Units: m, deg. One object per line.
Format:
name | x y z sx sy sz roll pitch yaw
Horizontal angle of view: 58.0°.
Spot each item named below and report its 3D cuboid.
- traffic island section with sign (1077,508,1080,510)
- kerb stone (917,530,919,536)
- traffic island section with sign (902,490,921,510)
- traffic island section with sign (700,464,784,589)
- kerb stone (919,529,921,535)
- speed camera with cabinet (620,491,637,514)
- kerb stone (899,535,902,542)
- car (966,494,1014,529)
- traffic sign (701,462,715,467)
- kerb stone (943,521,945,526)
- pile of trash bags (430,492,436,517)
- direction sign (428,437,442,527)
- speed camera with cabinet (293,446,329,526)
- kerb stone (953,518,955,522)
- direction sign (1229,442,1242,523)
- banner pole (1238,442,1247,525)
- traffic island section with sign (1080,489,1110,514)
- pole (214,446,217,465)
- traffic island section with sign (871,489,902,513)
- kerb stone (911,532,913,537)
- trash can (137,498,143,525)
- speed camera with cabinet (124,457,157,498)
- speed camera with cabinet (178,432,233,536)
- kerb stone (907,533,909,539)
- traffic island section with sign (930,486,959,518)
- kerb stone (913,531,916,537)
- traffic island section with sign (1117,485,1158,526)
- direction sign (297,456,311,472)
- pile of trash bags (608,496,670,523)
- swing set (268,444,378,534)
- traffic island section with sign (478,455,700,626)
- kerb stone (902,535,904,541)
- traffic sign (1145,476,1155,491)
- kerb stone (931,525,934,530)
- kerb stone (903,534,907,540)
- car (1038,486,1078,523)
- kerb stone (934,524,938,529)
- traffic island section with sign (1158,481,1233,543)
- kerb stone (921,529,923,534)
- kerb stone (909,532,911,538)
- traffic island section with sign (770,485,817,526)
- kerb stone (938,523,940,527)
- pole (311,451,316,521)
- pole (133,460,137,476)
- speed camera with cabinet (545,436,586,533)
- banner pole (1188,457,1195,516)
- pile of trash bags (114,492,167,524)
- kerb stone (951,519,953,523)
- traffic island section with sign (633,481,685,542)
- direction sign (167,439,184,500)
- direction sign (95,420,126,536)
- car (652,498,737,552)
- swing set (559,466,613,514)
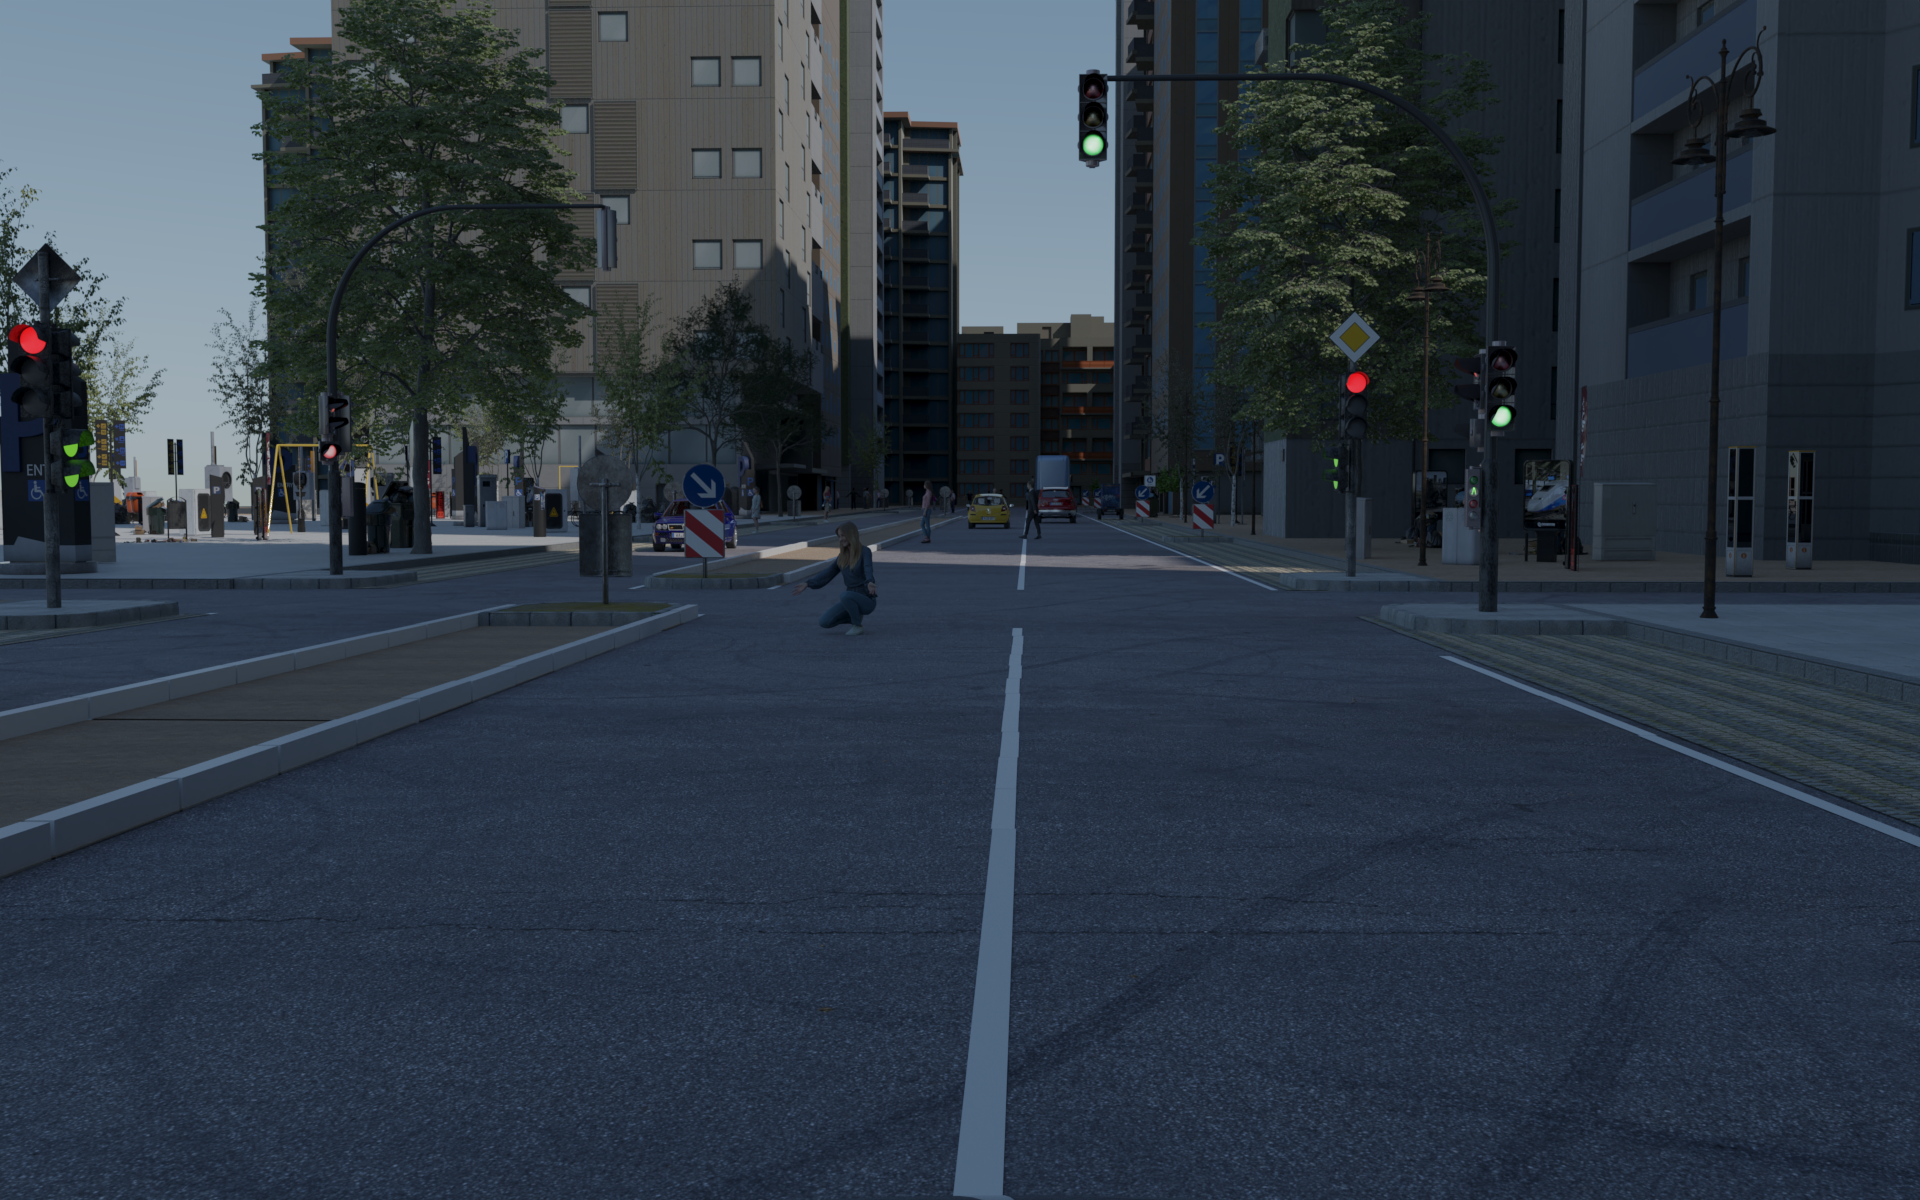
traffic island section with sign | 11.186 -9.021 156.119 1.989 1.847 2.006 0 4 2
kerb stone | -1.563 -2.255 59.058 0.120 0.150 1.000 0 4 2
traffic island section with sign | -4.525 -9.049 156.572 1.989 1.847 2.006 0 4 2
traffic island section with sign | -3.859 -1.152 26.965 2.006 1.907 1.989 0 4 2
kerb stone | -1.515 -2.318 60.088 0.120 0.150 1.000 0 4 2
speed camera with cabinet | -17.542 -5.805 89.246 2.038 3.252 0.660 0 4 -8
kerb stone | -1.887 -1.751 50.861 0.120 0.150 1.000 0 4 2
car | 1.241 -3.814 72.588 2.015 1.641 3.980 0 4 3
traffic sign | -9.995 -4.171 68.307 0.768 2.556 0.104 0 4 3
kerb stone | -0.875 -3.320 76.481 0.120 0.150 1.000 0 4 2
pile of trash bags | -30.619 -5.284 96.143 3.447 1.369 1.912 -2 4 -23
direction sign | -20.905 -4.675 68.435 0.876 3.537 0.379 -3 4 -36
speed camera with cabinet | -25.636 -4.596 69.488 2.038 3.252 0.660 0 4 3
kerb stone | -0.476 -3.947 86.733 0.120 0.150 1.000 0 4 2
direction sign | 12.083 -5.117 75.655 0.876 3.537 0.379 -3 4 -36
banner pole | 11.969 -5.081 73.086 0.401 3.779 0.863 1 4 19
traffic island section with sign | 10.106 -7.337 128.590 1.989 1.847 2.006 0 4 2
pole | -31.520 -4.857 73.247 0.158 3.312 0.155 0 3 0
traffic island section with sign | -5.592 -7.380 129.298 1.989 1.847 2.006 0 4 2
kerb stone | -1.687 -2.064 55.987 0.120 0.150 1.000 0 4 2
trash can | -33.473 -3.645 71.241 0.748 1.137 0.748 0 3 0
speed camera with cabinet | -43.745 -5.999 92.427 0.660 3.252 2.038 1 4 9
speed camera with cabinet | -23.566 -3.657 54.120 0.660 3.252 2.038 1 4 10
kerb stone | -1.754 -1.941 53.939 0.120 0.150 1.000 0 4 2
traffic island section with sign | -0.914 -5.744 102.046 2.006 1.907 1.989 0 4 2
kerb stone | -1.640 -2.129 57.012 0.120 0.150 1.000 0 4 2
traffic island section with sign | 8.144 -4.287 78.716 1.989 1.847 2.006 0 4 2
direction sign | -38.864 -6.783 102.897 0.876 3.537 0.379 -1 4 -12
pile of trash bags | -14.476 -4.124 77.181 3.447 1.369 1.912 -3 5 -44
swing set | -19.924 -3.492 54.714 3.119 2.851 2.862 0 4 -7
traffic island section with sign | -4.160 -0.699 19.564 2.006 1.907 1.989 0 4 2
kerb stone | -1.836 -1.815 51.889 0.120 0.150 1.000 0 4 2
traffic sign | 10.552 -5.752 96.181 0.606 2.300 0.079 0 4 7
kerb stone | -1.200 -2.819 68.289 0.120 0.150 1.000 0 4 2
kerb stone | -1.802 -1.879 52.917 0.120 0.150 1.000 0 4 2
car | 4.771 -4.753 86.390 2.281 1.827 5.304 0 4 3
kerb stone | -1.077 -3.004 71.360 0.120 0.150 1.000 0 4 2
traffic island section with sign | 7.079 -2.639 51.781 1.989 1.847 2.006 0 4 2
kerb stone | -1.482 -2.380 61.112 0.120 0.150 1.000 0 4 2
kerb stone | -1.734 -2.004 54.966 0.120 0.150 1.000 0 4 2
traffic island section with sign | -7.575 -4.315 79.174 1.989 1.847 2.006 0 4 2
kerb stone | -1.039 -3.067 72.382 0.120 0.150 1.000 0 4 2
pole | -30.680 -5.401 82.157 0.158 3.312 0.155 0 3 0
pole | -49.597 -6.751 104.223 0.158 3.312 0.155 0 3 0
speed camera with cabinet | -13.253 -3.897 58.055 2.038 3.252 0.660 -3 5 -41
banner pole | 13.655 -6.820 101.523 0.401 3.779 0.863 -1 4 -10
pile of trash bags | -38.014 -4.321 80.397 1.912 1.369 3.447 -1 4 -10
kerb stone | -0.559 -3.822 84.690 0.120 0.150 1.000 0 4 2
traffic island section with sign | -8.641 -2.660 52.120 1.989 1.847 2.006 0 4 2
direction sign | -32.230 -4.845 71.207 0.379 3.537 0.876 1 4 16
direction sign | -25.939 -3.729 52.959 0.379 3.537 0.876 3 5 42
car | -6.750 -1.937 44.250 1.945 1.354 3.894 0 4 0
swing set | -21.050 -6.067 96.816 3.119 2.851 2.862 -1 4 -13
